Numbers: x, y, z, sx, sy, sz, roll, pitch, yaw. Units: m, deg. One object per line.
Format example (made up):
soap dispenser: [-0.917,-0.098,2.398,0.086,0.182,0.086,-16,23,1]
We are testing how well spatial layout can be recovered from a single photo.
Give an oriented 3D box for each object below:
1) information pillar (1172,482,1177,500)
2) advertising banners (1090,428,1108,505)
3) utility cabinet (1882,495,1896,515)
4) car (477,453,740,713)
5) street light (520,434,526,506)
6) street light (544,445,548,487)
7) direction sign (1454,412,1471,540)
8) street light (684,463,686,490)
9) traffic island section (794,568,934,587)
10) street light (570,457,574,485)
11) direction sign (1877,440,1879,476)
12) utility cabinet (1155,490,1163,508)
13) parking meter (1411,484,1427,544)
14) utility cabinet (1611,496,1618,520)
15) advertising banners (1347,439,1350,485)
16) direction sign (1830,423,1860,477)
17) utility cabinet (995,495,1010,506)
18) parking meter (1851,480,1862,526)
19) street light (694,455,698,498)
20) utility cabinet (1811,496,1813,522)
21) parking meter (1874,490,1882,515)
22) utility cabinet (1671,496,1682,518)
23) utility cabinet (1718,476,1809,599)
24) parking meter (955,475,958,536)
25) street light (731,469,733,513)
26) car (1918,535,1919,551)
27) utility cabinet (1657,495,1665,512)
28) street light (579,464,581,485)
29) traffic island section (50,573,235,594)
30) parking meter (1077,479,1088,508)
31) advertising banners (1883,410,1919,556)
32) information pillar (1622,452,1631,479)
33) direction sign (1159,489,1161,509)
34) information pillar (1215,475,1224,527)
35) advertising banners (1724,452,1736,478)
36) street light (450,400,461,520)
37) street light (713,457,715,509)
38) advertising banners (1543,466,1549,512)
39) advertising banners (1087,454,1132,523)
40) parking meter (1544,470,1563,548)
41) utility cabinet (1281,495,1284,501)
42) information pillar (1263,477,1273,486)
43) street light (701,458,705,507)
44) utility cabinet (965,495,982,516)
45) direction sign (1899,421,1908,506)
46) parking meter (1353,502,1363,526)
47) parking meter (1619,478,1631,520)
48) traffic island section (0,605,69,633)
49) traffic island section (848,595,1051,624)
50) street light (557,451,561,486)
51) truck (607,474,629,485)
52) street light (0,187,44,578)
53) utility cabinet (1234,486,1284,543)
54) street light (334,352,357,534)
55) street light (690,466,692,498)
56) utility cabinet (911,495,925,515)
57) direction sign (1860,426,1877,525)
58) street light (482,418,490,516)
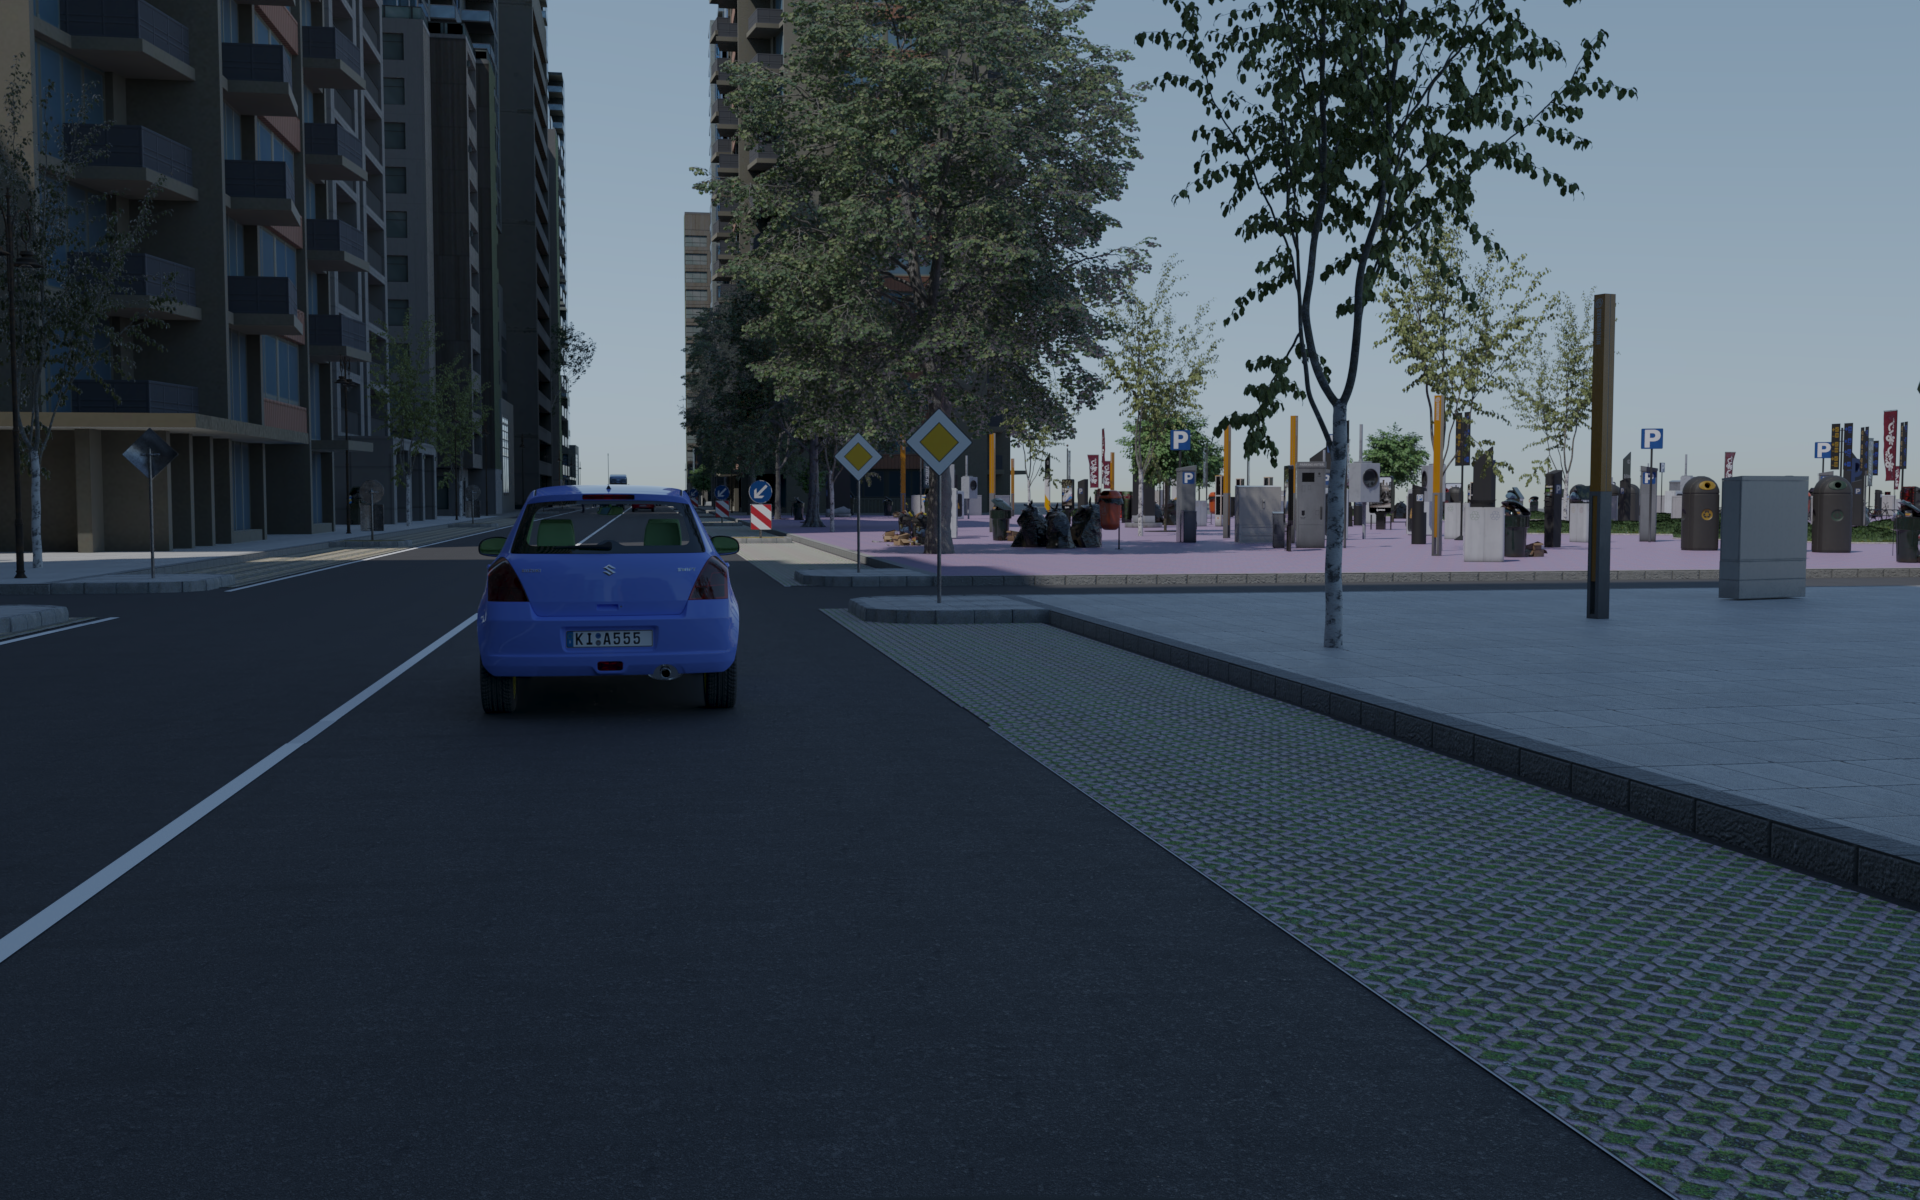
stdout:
information pillar: [11.813,-6.322,94.719,0.504,3.616,0.183,1,4,14]
advertising banners: [3.772,-3.102,46.912,0.090,3.025,2.074,0,4,-2]
utility cabinet: [53.940,-5.492,100.951,0.306,1.237,1.020,-3,5,-43]
car: [-2.569,-0.193,12.740,1.945,1.707,3.694,-1,4,-11]
street light: [-33.105,-9.685,131.135,0.468,5.910,1.993,-1,4,-10]
street light: [-38.389,-11.499,160.797,0.468,5.910,1.993,-1,4,-10]
direction sign: [13.909,-3.423,47.959,0.379,3.537,0.876,-1,4,-9]
street light: [-41.089,-17.526,259.331,0.468,5.910,1.993,-1,4,-10]
traffic island section: [-1.634,-0.366,28.269,2.009,0.180,2.903,-1,4,-10]
street light: [-47.844,-14.712,213.330,0.468,5.910,1.993,-1,4,-10]
direction sign: [38.637,-4.988,73.550,0.379,3.537,0.876,-1,4,-14]
utility cabinet: [9.785,-4.877,88.423,1.173,1.500,0.318,3,5,44]
parking meter: [11.724,-2.190,44.220,0.372,1.533,0.369,0,3,0]
utility cabinet: [24.546,-3.299,65.098,0.306,1.237,1.020,1,4,22]
advertising banners: [12.018,-3.549,54.210,0.090,3.025,2.074,1,4,23]
direction sign: [28.176,-3.878,55.408,0.379,3.537,0.876,-1,4,-16]
utility cabinet: [2.057,-4.678,87.648,1.020,1.237,0.306,-3,5,-43]
parking meter: [36.222,-3.933,70.023,0.399,1.863,0.255,0,4,7]
street light: [-30.341,-13.873,199.604,0.468,5.910,1.993,-1,4,-10]
utility cabinet: [27.376,-2.704,55.379,0.306,1.237,1.020,2,4,25]
parking meter: [51.443,-5.420,97.030,0.372,1.533,0.369,0,3,0]
utility cabinet: [28.428,-3.467,67.854,1.020,1.237,0.306,1,4,15]
utility cabinet: [9.813,-0.764,21.162,1.173,1.500,0.318,-2,4,-26]
parking meter: [-0.285,-2.862,52.508,0.399,1.863,0.255,3,5,40]
street light: [-15.450,-8.830,117.164,0.468,5.910,1.993,-1,4,-10]
car: [18.519,-1.209,28.439,5.304,1.827,2.281,-1,4,-11]
utility cabinet: [39.407,-5.262,97.191,1.020,1.237,0.306,1,4,9]
street light: [-53.363,-16.555,243.459,0.468,5.910,1.993,-1,4,-10]
traffic island section: [-12.307,-0.250,26.371,2.009,0.180,2.903,-1,4,-10]
parking meter: [4.743,-3.745,66.935,0.255,1.863,0.399,-3,5,-41]
advertising banners: [19.394,-2.397,35.379,0.090,3.025,2.074,0,4,-1]
information pillar: [36.790,-6.375,95.580,0.504,3.616,0.183,-1,4,-17]
direction sign: [8.481,-4.981,73.443,0.876,3.537,0.379,0,4,-2]
information pillar: [10.273,-3.902,68.295,0.304,2.012,0.304,-3,5,-43]
advertising banners: [31.073,-4.603,71.440,2.074,3.025,0.090,-1,4,-14]
street light: [-24.875,-6.889,85.426,0.468,5.910,1.993,-1,4,-10]
street light: [-20.986,-10.697,147.679,0.468,5.910,1.993,-1,4,-10]
advertising banners: [33.430,-6.274,98.770,0.090,3.025,2.074,1,4,14]
advertising banners: [6.645,-4.912,76.494,2.074,3.025,0.090,0,4,1]
parking meter: [14.226,-2.192,41.548,0.399,1.863,0.255,-3,4,-37]
utility cabinet: [18.081,-5.323,98.184,1.020,1.237,0.306,2,4,26]
information pillar: [13.188,-4.258,74.116,0.304,2.012,0.304,-3,5,-44]
street light: [-26.258,-12.509,177.310,0.468,5.910,1.993,-1,4,-10]
utility cabinet: [0.794,-5.660,103.708,1.020,1.237,0.306,-2,4,-32]
direction sign: [29.581,-3.814,54.357,0.379,3.537,0.876,1,4,17]
parking meter: [16.169,-3.786,70.308,0.372,1.533,0.369,0,3,0]
parking meter: [24.373,-3.534,63.495,0.255,1.863,0.399,-1,4,-11]
traffic island section: [-10.900,0.231,18.510,2.009,0.180,2.903,-1,4,-10]
traffic island section: [-0.227,0.115,20.409,2.009,0.180,2.903,-1,4,-10]
street light: [-42.393,-12.878,183.350,0.468,5.910,1.993,-1,4,-10]
truck: [-47.900,-15.471,242.703,2.967,4.110,18.799,-1,4,-11]
street light: [-14.325,-3.269,26.231,0.468,5.910,1.993,-1,4,-10]
utility cabinet: [7.759,-2.227,45.083,1.173,1.500,0.318,-1,4,-14]
street light: [-19.796,-5.084,55.909,0.468,5.910,1.993,-1,4,-10]
street light: [-35.577,-15.676,229.093,0.468,5.910,1.993,-1,4,-10]
utility cabinet: [-2.306,-5.413,99.664,1.020,1.237,0.306,2,4,28]
direction sign: [30.458,-4.061,58.396,0.379,3.537,0.876,1,4,13]
street light: [-27.770,-7.872,101.496,0.468,5.910,1.993,-1,4,-10]
